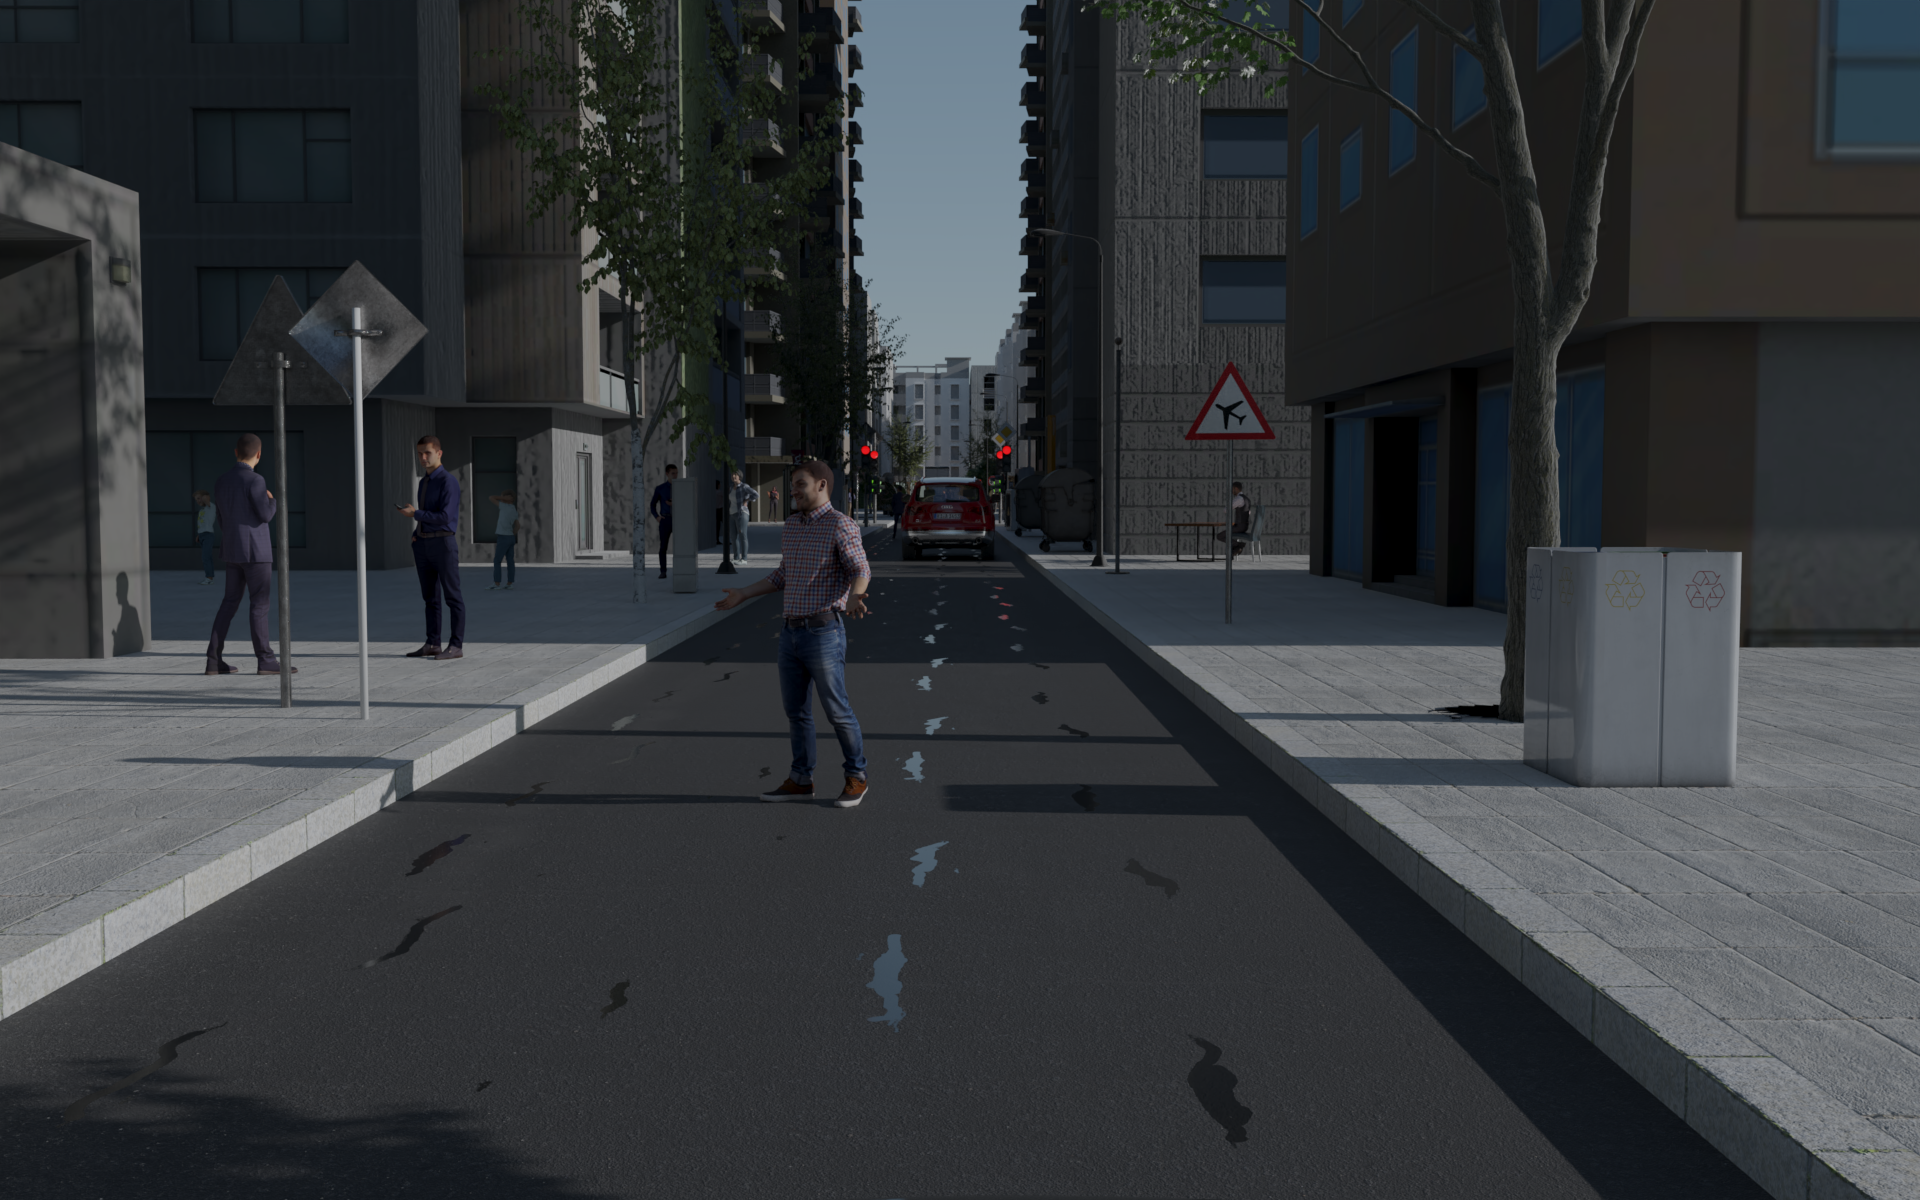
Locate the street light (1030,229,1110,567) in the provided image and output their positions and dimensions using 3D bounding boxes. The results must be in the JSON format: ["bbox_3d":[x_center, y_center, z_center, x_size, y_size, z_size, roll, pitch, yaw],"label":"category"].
[{"bbox_3d":[1.932,-3.546,30.524,1.470,5.913,1.316,0,4,0],"label":"street light"}]

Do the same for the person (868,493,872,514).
[{"bbox_3d":[-5.865,-6.493,112.324,0.434,1.807,0.598,3,5,44],"label":"person"}]

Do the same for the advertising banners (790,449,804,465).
[{"bbox_3d":[-5.605,-4.376,67.737,2.074,3.025,0.090,0,4,8],"label":"advertising banners"}]

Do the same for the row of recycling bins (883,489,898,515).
[{"bbox_3d":[-4.292,-6.150,107.665,1.069,1.692,3.534,0,4,-1],"label":"row of recycling bins"}]

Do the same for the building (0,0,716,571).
[{"bbox_3d":[-12.865,-21.417,33.758,14.154,41.232,14.086,0,4,0],"label":"building"}]

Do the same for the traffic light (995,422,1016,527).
[{"bbox_3d":[1.788,-4.797,67.344,0.839,4.253,0.868,0,4,0],"label":"traffic light"}]

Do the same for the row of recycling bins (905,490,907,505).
[{"bbox_3d":[-4.654,-7.857,135.567,1.069,1.692,3.534,0,4,4],"label":"row of recycling bins"}]

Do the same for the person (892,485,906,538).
[{"bbox_3d":[-1.944,-2.859,56.158,0.541,1.710,0.530,1,4,11],"label":"person"}]

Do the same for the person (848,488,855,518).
[{"bbox_3d":[-5.258,-4.633,83.851,0.319,1.574,0.516,2,4,28],"label":"person"}]

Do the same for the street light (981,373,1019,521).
[{"bbox_3d":[1.668,-5.755,66.628,1.470,5.913,1.316,0,4,0],"label":"street light"}]

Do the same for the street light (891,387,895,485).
[{"bbox_3d":[-3.547,-6.277,75.166,1.470,5.913,1.316,0,4,0],"label":"street light"}]

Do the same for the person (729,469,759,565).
[{"bbox_3d":[-4.010,-1.512,31.481,0.376,1.734,0.841,-3,4,-37],"label":"person"}]

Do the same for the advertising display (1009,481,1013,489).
[{"bbox_3d":[2.553,-5.066,88.039,0.123,1.923,0.974,1,4,14],"label":"advertising display"}]

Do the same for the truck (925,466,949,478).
[{"bbox_3d":[-2.348,-11.782,181.550,2.839,4.237,11.283,0,4,0],"label":"truck"}]

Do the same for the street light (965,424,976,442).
[{"bbox_3d":[1.255,-8.701,114.807,1.470,5.913,1.316,0,4,0],"label":"street light"}]

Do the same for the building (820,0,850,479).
[{"bbox_3d":[-14.566,-28.290,112.648,14.600,45.320,14.200,0,4,0],"label":"building"}]

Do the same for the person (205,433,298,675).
[{"bbox_3d":[-5.055,-0.326,12.293,0.541,1.710,0.530,3,5,43],"label":"person"}]

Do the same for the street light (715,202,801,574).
[{"bbox_3d":[-3.215,-3.373,27.689,1.470,5.913,1.316,0,4,0],"label":"street light"}]

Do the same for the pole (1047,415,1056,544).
[{"bbox_3d":[2.373,-3.123,44.907,0.158,3.312,0.155,0,3,0],"label":"pole"}]

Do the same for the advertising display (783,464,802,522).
[{"bbox_3d":[-3.492,-1.992,37.778,0.123,1.923,0.974,2,4,28],"label":"advertising display"}]

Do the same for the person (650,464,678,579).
[{"bbox_3d":[-4.378,-1.195,26.279,0.576,1.737,0.504,-1,4,-21],"label":"person"}]

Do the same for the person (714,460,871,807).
[{"bbox_3d":[-0.689,0.151,7.991,0.963,1.587,0.435,3,4,36],"label":"person"}]

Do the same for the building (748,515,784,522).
[{"bbox_3d":[-17.578,-26.692,91.041,22.147,44.769,28.867,0,4,0],"label":"building"}]

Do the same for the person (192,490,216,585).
[{"bbox_3d":[-10.737,-0.897,24.615,0.435,1.345,0.340,3,5,39],"label":"person"}]

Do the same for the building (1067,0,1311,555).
[{"bbox_3d":[13.606,-30.982,48.559,21.231,58.520,28.212,0,4,0],"label":"building"}]

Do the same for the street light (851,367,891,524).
[{"bbox_3d":[-3.397,-5.554,63.354,1.470,5.913,1.316,0,4,0],"label":"street light"}]

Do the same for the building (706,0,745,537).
[{"bbox_3d":[-21.268,-31.234,52.670,28.212,58.520,21.231,0,4,0],"label":"building"}]

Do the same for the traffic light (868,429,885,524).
[{"bbox_3d":[-3.690,-5.282,75.274,0.839,4.253,0.868,0,4,0],"label":"traffic light"}]

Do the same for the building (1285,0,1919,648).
[{"bbox_3d":[12.207,-22.611,19.799,14.600,45.320,14.200,0,4,0],"label":"building"}]

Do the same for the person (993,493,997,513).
[{"bbox_3d":[2.281,-6.401,114.610,0.435,1.345,0.340,0,4,-6],"label":"person"}]

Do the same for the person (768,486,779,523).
[{"bbox_3d":[-8.326,-4.263,77.216,0.415,1.643,0.593,2,4,30],"label":"person"}]

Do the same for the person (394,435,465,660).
[{"bbox_3d":[-4.155,-0.415,13.533,0.576,1.737,0.504,2,4,33],"label":"person"}]

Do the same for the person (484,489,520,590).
[{"bbox_3d":[-6.148,-0.814,23.254,0.340,1.345,0.435,1,4,14],"label":"person"}]

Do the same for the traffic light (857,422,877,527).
[{"bbox_3d":[-3.633,-4.793,67.290,0.839,4.253,0.868,0,4,0],"label":"traffic light"}]

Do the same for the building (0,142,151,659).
[{"bbox_3d":[-16.835,-34.817,7.514,20.563,71.187,20.611,0,4,0],"label":"building"}]

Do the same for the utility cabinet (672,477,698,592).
[{"bbox_3d":[-3.631,-0.865,22.829,0.318,1.500,1.173,0,4,-7],"label":"utility cabinet"}]

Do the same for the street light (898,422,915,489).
[{"bbox_3d":[-3.806,-8.478,111.154,1.470,5.913,1.316,0,4,0],"label":"street light"}]

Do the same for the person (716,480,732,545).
[{"bbox_3d":[-5.997,-2.219,43.779,0.566,1.644,0.517,0,4,-7],"label":"person"}]

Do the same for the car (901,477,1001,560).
[{"bbox_3d":[-0.220,-1.868,39.211,2.281,1.827,5.304,0,4,1],"label":"car"}]

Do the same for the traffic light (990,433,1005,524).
[{"bbox_3d":[1.731,-5.285,75.328,0.839,4.253,0.868,0,4,0],"label":"traffic light"}]

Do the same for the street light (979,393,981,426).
[{"bbox_3d":[1.609,-6.520,79.142,1.470,5.913,1.316,0,4,0],"label":"street light"}]
